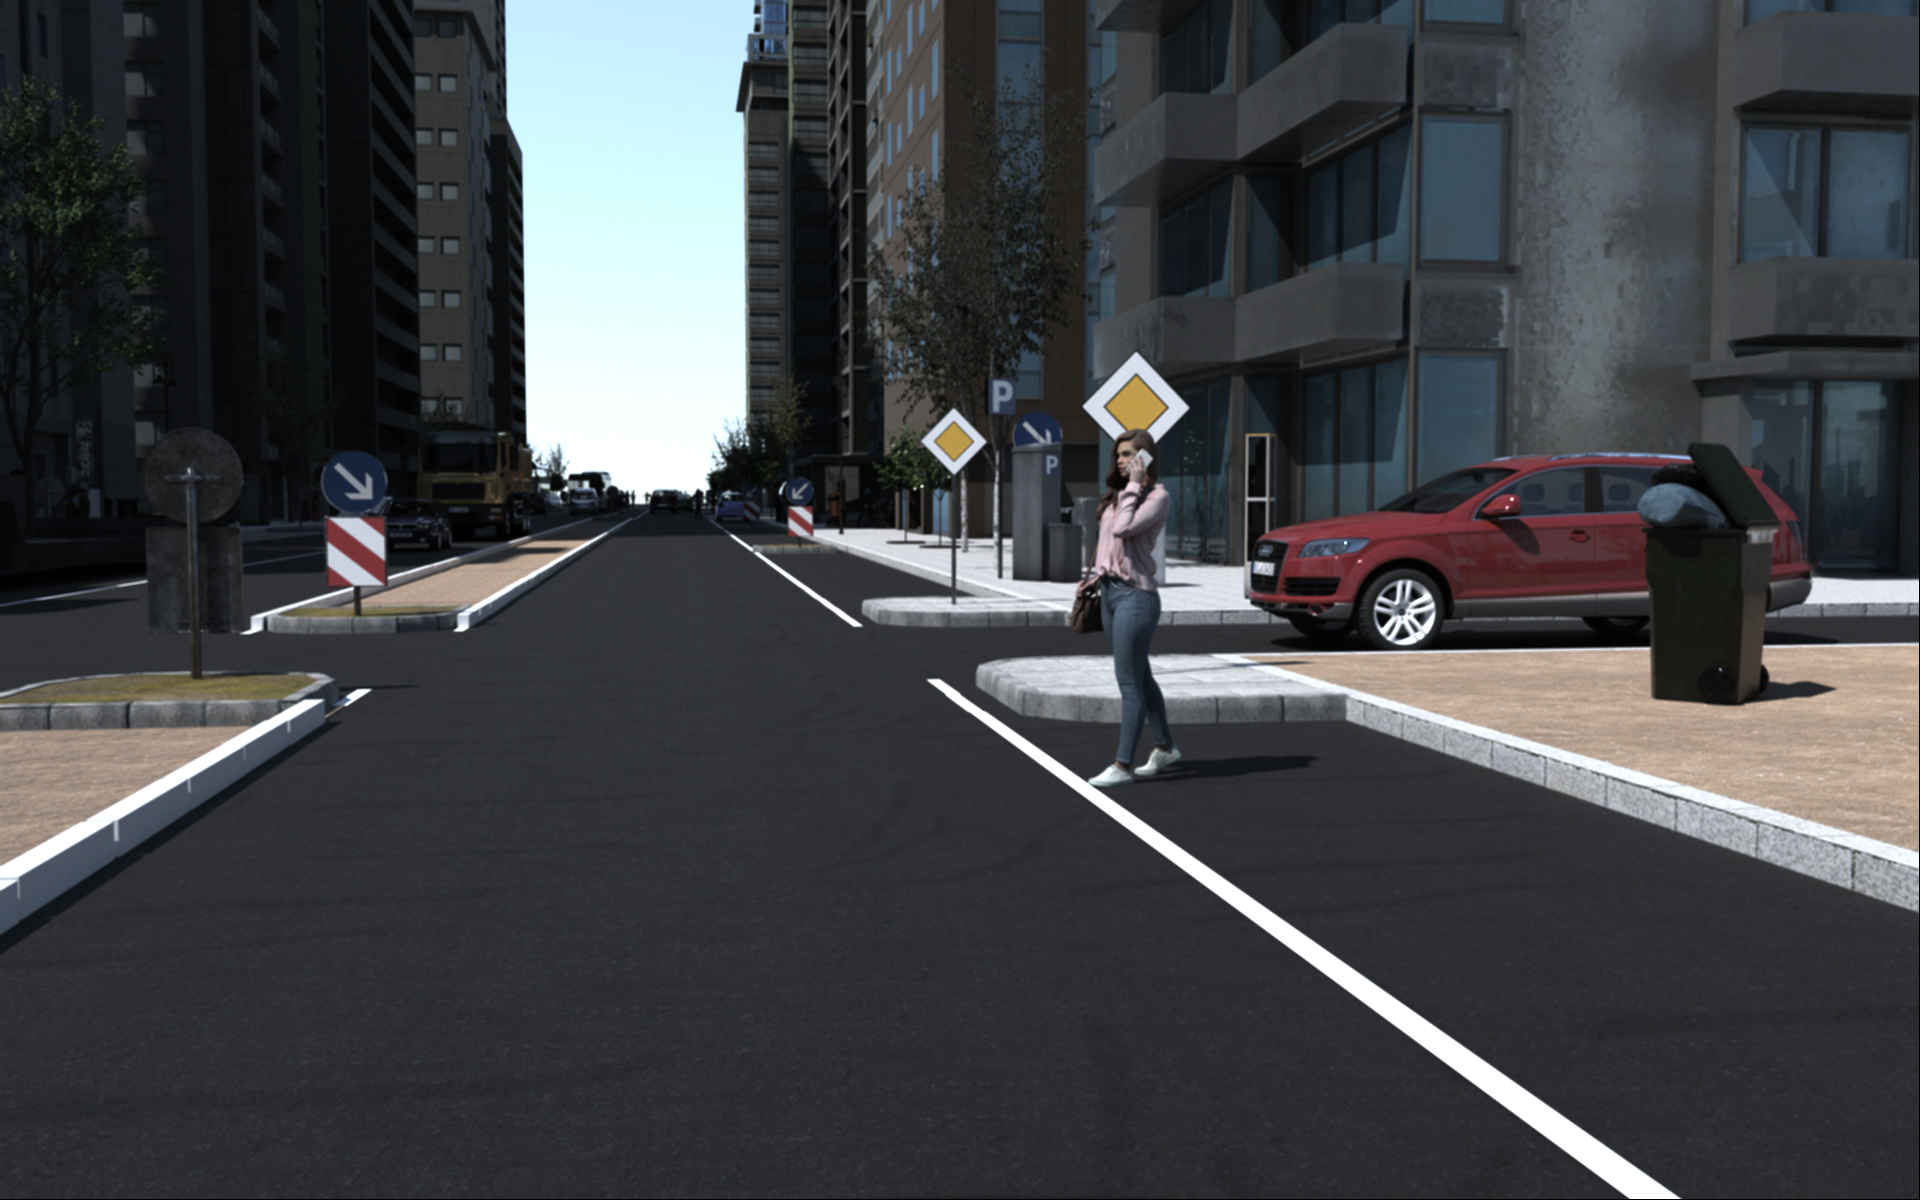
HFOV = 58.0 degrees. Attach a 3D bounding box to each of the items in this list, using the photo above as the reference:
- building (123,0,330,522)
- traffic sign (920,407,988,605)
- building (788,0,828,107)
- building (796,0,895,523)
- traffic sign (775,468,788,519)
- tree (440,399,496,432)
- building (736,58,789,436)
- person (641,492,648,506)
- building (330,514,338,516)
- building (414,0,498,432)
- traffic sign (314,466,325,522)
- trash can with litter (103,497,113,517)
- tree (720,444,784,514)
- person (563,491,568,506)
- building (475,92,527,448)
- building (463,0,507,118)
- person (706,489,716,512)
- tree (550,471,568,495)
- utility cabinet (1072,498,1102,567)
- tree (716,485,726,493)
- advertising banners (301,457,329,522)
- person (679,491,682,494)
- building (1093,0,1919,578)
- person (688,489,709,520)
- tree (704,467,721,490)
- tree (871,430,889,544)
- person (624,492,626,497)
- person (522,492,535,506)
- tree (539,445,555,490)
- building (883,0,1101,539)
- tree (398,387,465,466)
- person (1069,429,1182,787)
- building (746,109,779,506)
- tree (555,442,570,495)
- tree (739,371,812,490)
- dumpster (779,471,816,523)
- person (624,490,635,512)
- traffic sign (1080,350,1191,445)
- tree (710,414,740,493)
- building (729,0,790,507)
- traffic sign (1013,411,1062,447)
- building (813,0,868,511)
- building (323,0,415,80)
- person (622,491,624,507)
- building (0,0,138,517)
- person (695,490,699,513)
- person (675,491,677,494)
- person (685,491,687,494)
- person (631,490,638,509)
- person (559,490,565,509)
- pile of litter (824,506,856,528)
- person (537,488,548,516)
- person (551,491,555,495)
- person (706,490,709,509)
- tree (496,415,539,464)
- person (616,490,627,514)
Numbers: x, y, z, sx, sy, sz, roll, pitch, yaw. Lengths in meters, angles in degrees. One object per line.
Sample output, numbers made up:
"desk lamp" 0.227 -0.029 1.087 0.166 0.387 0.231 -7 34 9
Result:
"building" -38.808 -24.339 81.544 14.154 41.232 14.086 -1 4 -9
"traffic sign" -0.074 -1.003 20.046 0.795 2.450 0.064 -1 4 -9
"building" -5.804 -27.261 129.310 14.154 41.232 14.086 -1 4 -9
"building" 8.295 -24.045 85.012 32.217 40.220 23.993 -1 4 -9
"traffic sign" -8.666 -5.189 84.946 0.768 2.556 0.104 0 4 -3
"tree" -39.109 -11.338 135.735 4.737 8.622 4.395 0 3 0
"building" -12.078 -37.961 209.903 28.713 52.752 27.495 -1 4 -9
"person" -36.611 -11.813 202.356 1.217 1.736 0.721 -2 4 -25
"building" -45.697 -40.397 98.747 20.563 71.187 20.611 -1 4 -9
"building" -65.307 -36.533 186.546 28.713 52.752 27.495 -1 4 -9
"traffic sign" -29.335 -4.866 79.661 0.768 2.556 0.104 0 4 -1
"trash can with litter" -29.815 -2.993 60.315 0.624 1.170 1.055 -1 4 -21
"tree" -12.836 -7.840 111.899 4.285 4.588 4.351 0 3 0
"person" -46.660 -12.036 205.367 0.705 1.814 1.350 2 4 34
"building" -64.984 -35.955 211.558 21.300 48.544 21.600 -1 4 -9
"building" -68.950 -48.521 231.565 20.563 71.187 20.611 -1 4 -9
"person" -19.706 -7.945 138.335 1.348 1.831 0.705 2 4 33
"tree" -56.915 -15.909 243.824 4.285 4.588 4.351 0 3 0
"utility cabinet" 2.268 -1.206 30.875 0.306 1.237 1.020 1 4 20
"tree" -27.489 -12.612 200.813 1.663 3.219 1.824 0 3 0
"advertising banners" -30.287 -5.206 81.303 0.090 3.025 2.074 1 4 19
"person" -28.784 -10.377 178.950 0.721 1.735 1.217 0 4 6
"building" 17.775 -25.464 35.941 30.456 49.044 23.786 -1 4 -9
"person" -14.708 -5.392 97.377 1.217 1.743 0.721 -1 4 -9
"tree" -24.324 -12.167 182.642 4.285 4.588 4.351 0 3 0
"tree" -1.526 -3.073 44.847 1.663 3.219 1.824 0 3 0
"person" -45.938 -13.932 237.213 0.530 1.710 0.541 0 4 -2
"person" -23.522 -5.193 94.198 0.721 1.735 1.217 1 4 19
"tree" -47.649 -14.543 188.146 4.737 8.622 4.395 0 3 0
"building" 5.210 -24.814 55.815 14.600 45.320 14.200 -1 4 -9
"tree" -36.185 -10.296 118.699 4.360 8.622 3.978 0 3 0
"person" 0.889 0.028 8.628 0.643 1.750 0.593 -1 4 -22
"building" -16.148 -30.878 188.447 14.154 41.232 14.086 -1 4 -9
"tree" -55.825 -17.654 239.003 4.737 8.622 4.395 0 3 0
"tree" -10.743 -9.394 103.955 4.737 8.622 4.395 0 3 0
"dumpster" -7.085 -4.470 75.570 1.502 2.255 1.985 -1 4 -9
"person" -26.883 -8.012 140.213 1.217 1.735 0.721 1 4 15
"traffic sign" 1.225 -0.521 12.167 0.795 2.450 0.064 -1 4 -9
"tree" -20.615 -12.712 158.203 4.737 8.622 4.395 0 3 0
"building" -20.212 -56.541 237.122 22.319 86.520 31.000 -1 4 -9
"traffic sign" 1.191 -1.633 26.808 0.768 2.556 0.104 0 4 -3
"building" 0.324 -41.199 111.854 20.563 71.187 20.611 -1 4 -9
"building" -50.346 -30.388 120.540 21.300 48.544 21.600 -1 4 -9
"person" -37.041 -11.116 190.797 0.434 1.755 0.990 0 4 -5
"building" -40.584 -31.146 51.239 21.231 58.520 28.212 -1 4 -9
"person" -20.240 -7.612 133.751 0.445 1.727 0.742 0 4 -7
"person" -27.415 -9.661 167.011 0.990 1.755 0.434 1 4 10
"person" -25.523 -9.321 161.426 1.217 1.766 0.721 1 4 21
"person" -31.795 -9.834 169.156 0.599 1.838 0.709 -2 4 -35
"person" -38.108 -9.612 165.676 0.705 1.822 1.348 1 4 21
"pile of litter" -4.437 -3.225 66.694 1.719 0.858 1.176 -1 4 -10
"person" -27.190 -6.384 112.747 0.709 1.838 0.599 0 4 3
"person" -48.434 -12.069 205.928 0.705 1.812 1.348 3 4 37
"person" -24.615 -9.803 168.796 0.705 1.823 1.348 -1 4 -9
"tree" -42.730 -12.891 161.134 4.737 8.622 4.395 0 3 0
"person" -24.616 -7.110 125.464 0.721 1.736 1.217 3 5 42
